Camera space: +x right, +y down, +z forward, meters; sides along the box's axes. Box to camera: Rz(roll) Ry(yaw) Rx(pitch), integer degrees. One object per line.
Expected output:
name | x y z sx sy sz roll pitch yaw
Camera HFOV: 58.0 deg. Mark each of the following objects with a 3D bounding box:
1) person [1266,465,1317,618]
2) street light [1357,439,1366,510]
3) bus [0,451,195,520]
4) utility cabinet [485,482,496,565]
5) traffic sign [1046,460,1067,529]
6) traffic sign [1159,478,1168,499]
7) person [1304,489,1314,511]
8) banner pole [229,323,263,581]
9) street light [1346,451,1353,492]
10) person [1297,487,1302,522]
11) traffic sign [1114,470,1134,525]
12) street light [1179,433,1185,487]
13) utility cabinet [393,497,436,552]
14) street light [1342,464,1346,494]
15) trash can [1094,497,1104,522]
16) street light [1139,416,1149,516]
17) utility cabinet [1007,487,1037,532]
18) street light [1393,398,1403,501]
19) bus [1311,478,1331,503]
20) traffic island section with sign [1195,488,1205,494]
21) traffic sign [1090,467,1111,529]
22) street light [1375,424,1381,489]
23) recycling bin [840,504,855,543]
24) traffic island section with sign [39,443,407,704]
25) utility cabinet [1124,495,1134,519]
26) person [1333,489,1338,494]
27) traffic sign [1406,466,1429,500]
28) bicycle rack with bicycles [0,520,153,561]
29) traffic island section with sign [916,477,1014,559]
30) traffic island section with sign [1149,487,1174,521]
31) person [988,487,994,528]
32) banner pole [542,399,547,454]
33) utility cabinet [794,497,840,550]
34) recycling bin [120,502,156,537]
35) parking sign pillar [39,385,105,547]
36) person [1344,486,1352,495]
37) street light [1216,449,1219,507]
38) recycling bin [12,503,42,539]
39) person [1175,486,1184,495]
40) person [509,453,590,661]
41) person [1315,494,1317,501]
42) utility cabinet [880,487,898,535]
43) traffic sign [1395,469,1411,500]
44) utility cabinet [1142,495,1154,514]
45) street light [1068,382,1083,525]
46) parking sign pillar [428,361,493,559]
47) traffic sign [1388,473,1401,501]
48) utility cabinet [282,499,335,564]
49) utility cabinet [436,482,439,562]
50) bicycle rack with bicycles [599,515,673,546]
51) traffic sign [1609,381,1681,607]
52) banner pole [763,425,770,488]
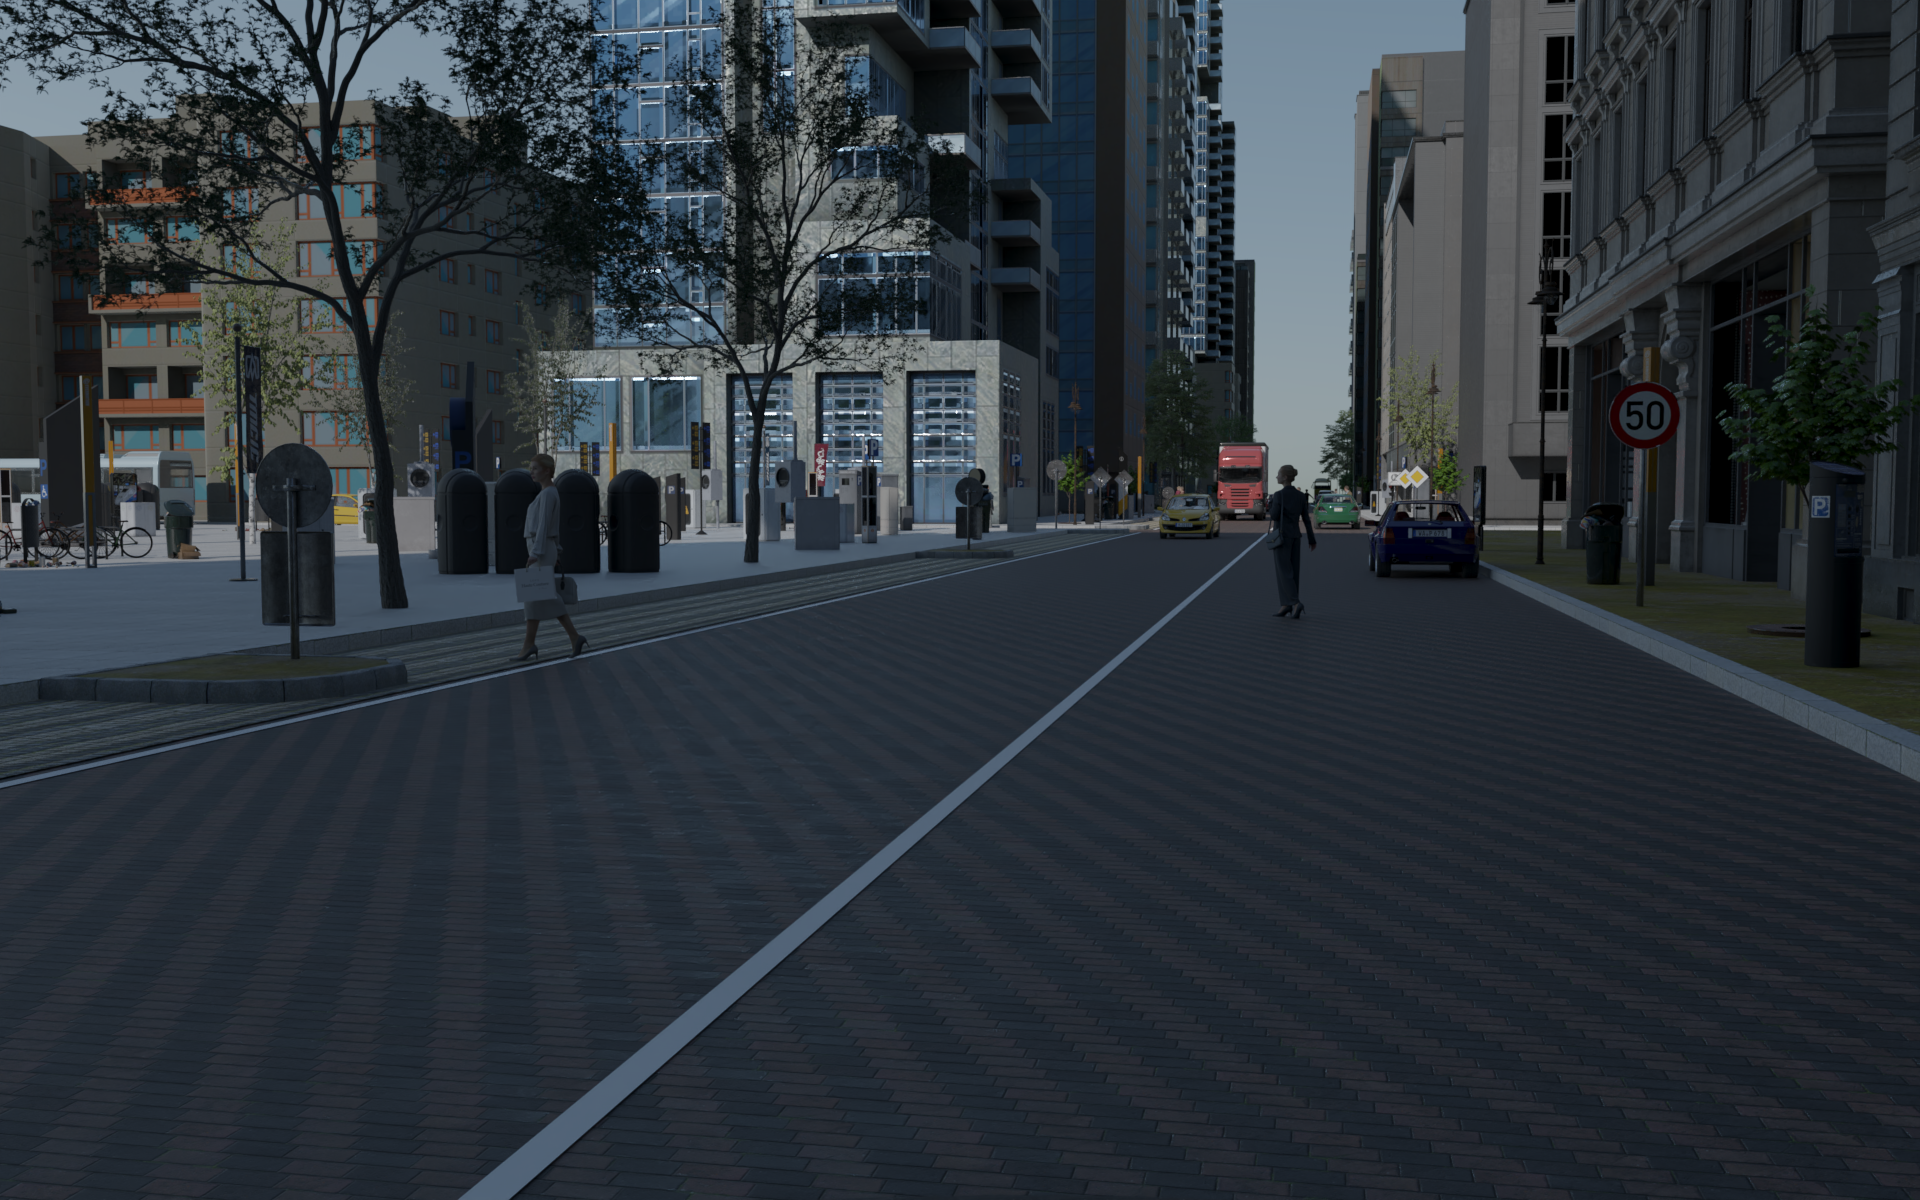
person | 3.854 -0.684 20.106 0.534 1.772 0.576 3 4 36
street light | 33.027 -10.351 142.025 0.468 5.910 1.993 1 4 11
bus | -40.468 -4.983 76.329 13.247 3.499 2.948 1 4 11
utility cabinet | -8.721 -1.375 31.165 1.173 1.500 0.318 2 4 27
traffic sign | 3.570 -3.920 64.196 0.768 2.556 0.104 1 4 14
traffic sign | 12.835 -6.555 109.303 0.606 2.300 0.079 1 4 19
person | 30.159 -8.723 150.751 1.348 1.869 0.705 0 4 -1
banner pole | -10.559 -2.183 25.713 0.401 3.779 0.863 1 4 8
street light | 42.431 -13.158 187.917 0.468 5.910 1.993 1 4 11
person | 17.490 -4.962 89.835 0.583 1.804 0.606 1 4 9
traffic sign | 6.726 -4.126 71.097 0.795 2.450 0.064 1 4 11
street light | 16.694 -9.627 130.183 0.468 5.910 1.993 1 4 11
utility cabinet | -12.320 -1.693 38.846 1.020 1.237 0.306 -2 4 -28
street light | 48.322 -14.934 216.956 0.468 5.910 1.993 1 4 11
trash can | 6.188 -4.110 78.850 0.748 1.137 0.748 0 3 0
street light | 10.680 -7.824 100.707 0.468 5.910 1.993 1 4 11
utility cabinet | 2.057 -3.005 57.808 0.318 1.500 1.173 3 5 42
street light | 21.111 -6.773 83.531 0.468 5.910 1.993 1 4 11
bus | 55.790 -16.860 267.205 2.896 3.916 12.252 1 4 10
traffic island section with sign | 16.682 -6.813 120.020 1.989 1.847 2.006 1 4 11
traffic sign | 5.129 -3.647 63.273 0.795 2.450 0.064 1 4 11
street light | 27.181 -8.547 112.534 0.468 5.910 1.993 1 4 11
recycling bin | -3.223 -2.030 45.738 0.722 1.027 0.722 1 4 15
traffic island section with sign | -5.219 -0.250 12.723 1.989 1.847 2.006 1 4 11
utility cabinet | 8.669 -4.786 89.409 0.306 1.237 1.020 -1 4 -12
person | 28.503 -7.528 131.391 0.447 1.846 0.655 0 4 4
traffic sign | 16.094 -3.509 61.022 0.795 2.450 0.064 1 4 11
bicycle rack with bicycles | -17.616 -1.286 34.402 2.925 0.926 2.852 -1 4 -16
traffic island section with sign | 0.158 -1.866 39.138 1.989 1.847 2.006 1 4 11
traffic island section with sign | 11.292 -5.198 93.607 1.989 1.847 2.006 1 4 11
person | 1.080 -3.757 70.023 0.694 1.812 0.767 -2 4 -33
banner pole | -10.942 -3.408 45.732 0.401 3.779 0.863 -1 4 -16
utility cabinet | -3.292 -1.755 39.859 1.020 1.237 0.306 -1 4 -12
recycling bin | -24.782 -2.427 52.235 0.722 1.027 0.722 2 4 34
parking sign pillar | -21.808 -3.301 42.447 1.447 3.967 1.447 3 4 37
person | 19.229 -4.738 85.884 0.656 1.842 0.836 3 5 39
street light | 26.232 -12.461 176.532 0.468 5.910 1.993 1 4 11
recycling bin | -26.465 -2.250 49.341 0.722 1.027 0.722 0 4 2
person | 11.246 -4.890 88.419 0.573 1.828 0.580 -3 5 -43
person | -3.536 -0.369 14.883 0.624 1.780 0.694 0 4 3
person | 43.066 -12.082 209.265 0.599 1.433 0.991 -1 4 -10
utility cabinet | -2.220 -2.806 54.551 0.318 1.500 1.173 -1 4 -16
traffic sign | 17.691 -3.988 68.847 0.795 2.450 0.064 1 4 11
utility cabinet | 12.442 -6.327 114.606 0.306 1.237 1.020 3 5 44
street light | 4.775 -6.048 71.671 0.468 5.910 1.993 1 4 11
parking sign pillar | -9.913 -2.823 34.636 1.447 3.967 1.447 -1 4 -13
traffic sign | 20.303 -4.820 80.931 0.606 2.300 0.079 1 4 13
utility cabinet | -11.737 -1.228 31.240 0.306 1.237 1.020 1 4 22
utility cabinet | -9.755 -1.480 32.884 0.318 1.500 1.173 -1 4 -15
bicycle rack with bicycles | -8.455 -1.818 43.101 2.925 0.926 2.852 1 4 18
traffic sign | 7.760 -1.198 19.691 0.768 2.556 0.104 1 4 14
banner pole | -7.008 -4.445 62.693 0.401 3.779 0.863 -2 4 -24
